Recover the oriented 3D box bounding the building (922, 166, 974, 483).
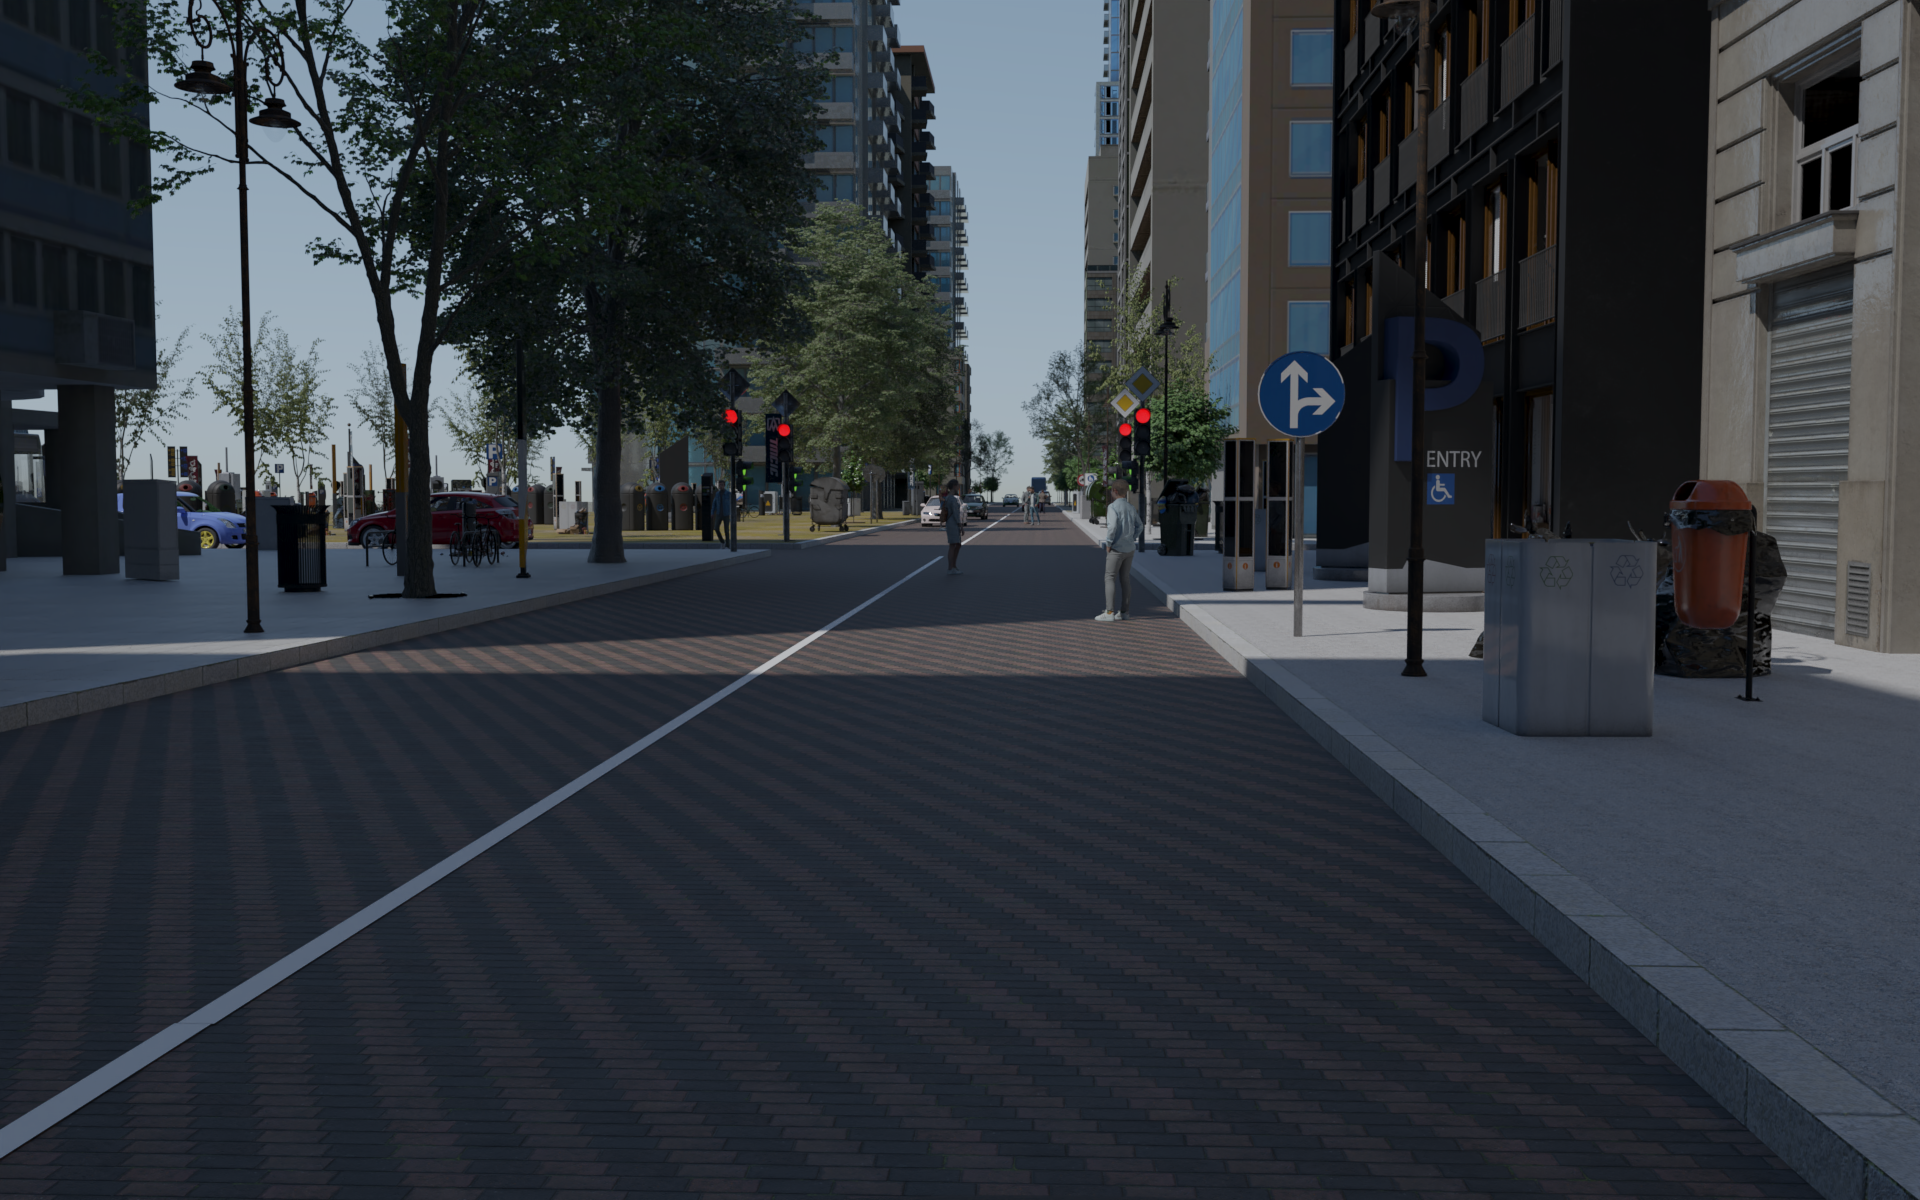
[{"bbox_3d":[-10.137,-38.739,252.994,23.786,49.044,30.456,0,4,3],"label":"building"}]

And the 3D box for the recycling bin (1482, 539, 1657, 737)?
[{"bbox_3d":[3.318,0.188,9.474,0.722,1.027,0.722,0,4,1],"label":"recycling bin"}]

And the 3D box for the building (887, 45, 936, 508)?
[{"bbox_3d":[-13.808,-31.383,167.731,22.147,44.769,28.867,0,4,3],"label":"building"}]

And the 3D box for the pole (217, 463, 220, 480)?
[{"bbox_3d":[-47.974,-7.238,112.182,0.158,3.312,0.155,0,3,0],"label":"pole"}]

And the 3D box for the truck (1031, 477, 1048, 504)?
[{"bbox_3d":[12.318,-16.979,267.361,2.967,4.110,18.799,0,4,1],"label":"truck"}]

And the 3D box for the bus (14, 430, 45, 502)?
[{"bbox_3d":[-29.195,-2.975,43.495,13.247,3.499,2.948,0,4,2],"label":"bus"}]

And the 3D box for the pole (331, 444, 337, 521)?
[{"bbox_3d":[-25.646,-4.719,70.993,0.158,3.312,0.155,0,3,0],"label":"pole"}]

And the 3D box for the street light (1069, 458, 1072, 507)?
[{"bbox_3d":[9.508,-10.550,145.272,0.468,5.910,1.993,0,4,3],"label":"street light"}]

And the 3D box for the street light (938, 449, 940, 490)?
[{"bbox_3d":[-1.482,-9.197,123.165,0.468,5.910,1.993,0,4,3],"label":"street light"}]

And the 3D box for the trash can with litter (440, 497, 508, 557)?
[{"bbox_3d":[-10.043,-1.543,36.280,1.678,1.210,2.233,0,4,3],"label":"trash can with litter"}]

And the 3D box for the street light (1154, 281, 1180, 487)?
[{"bbox_3d":[4.477,-3.967,37.656,0.468,5.910,1.993,0,4,3],"label":"street light"}]

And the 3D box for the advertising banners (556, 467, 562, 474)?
[{"bbox_3d":[-25.953,-6.935,109.579,0.090,3.025,2.074,3,4,37],"label":"advertising banners"}]

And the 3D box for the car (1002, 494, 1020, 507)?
[{"bbox_3d":[5.762,-11.242,195.600,2.131,1.459,4.920,0,4,2],"label":"car"}]

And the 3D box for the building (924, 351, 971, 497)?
[{"bbox_3d":[-12.920,-23.197,224.310,27.650,21.520,28.899,0,4,3],"label":"building"}]

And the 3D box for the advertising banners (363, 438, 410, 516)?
[{"bbox_3d":[-17.704,-3.515,53.665,0.090,3.025,2.074,3,4,38],"label":"advertising banners"}]

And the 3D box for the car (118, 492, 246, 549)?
[{"bbox_3d":[-19.900,-2.111,44.109,3.694,1.707,1.945,0,4,3],"label":"car"}]

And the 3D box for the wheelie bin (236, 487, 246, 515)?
[{"bbox_3d":[-32.075,-4.275,77.805,0.980,1.594,0.693,2,4,27],"label":"wheelie bin"}]

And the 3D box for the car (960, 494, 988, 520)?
[{"bbox_3d":[0.639,-5.385,97.827,2.009,1.686,4.222,0,4,4],"label":"car"}]

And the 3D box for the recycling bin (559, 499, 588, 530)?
[{"bbox_3d":[-12.969,-2.790,58.179,0.722,1.027,0.722,1,4,18],"label":"recycling bin"}]

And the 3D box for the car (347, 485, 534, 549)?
[{"bbox_3d":[-12.754,-2.042,42.431,4.494,1.783,2.155,0,4,4],"label":"car"}]

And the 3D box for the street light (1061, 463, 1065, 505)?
[{"bbox_3d":[11.952,-13.713,197.000,0.468,5.910,1.993,0,4,3],"label":"street light"}]

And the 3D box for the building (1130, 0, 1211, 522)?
[{"bbox_3d":[19.751,-28.335,86.986,21.300,48.544,21.600,0,4,3],"label":"building"}]

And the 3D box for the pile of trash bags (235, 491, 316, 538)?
[{"bbox_3d":[-19.919,-2.449,49.799,1.912,1.369,3.447,-1,4,-11],"label":"pile of trash bags"}]

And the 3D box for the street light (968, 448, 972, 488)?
[{"bbox_3d":[1.045,-12.355,174.791,0.468,5.910,1.993,0,4,3],"label":"street light"}]

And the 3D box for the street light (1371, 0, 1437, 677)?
[{"bbox_3d":[3.206,-2.401,12.050,0.468,5.910,1.993,0,4,3],"label":"street light"}]

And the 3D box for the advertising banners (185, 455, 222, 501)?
[{"bbox_3d":[-33.985,-5.040,78.588,2.074,3.025,0.090,-1,4,-19],"label":"advertising banners"}]

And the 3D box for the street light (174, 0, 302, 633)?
[{"bbox_3d":[-6.549,-2.636,15.887,0.468,5.910,1.993,0,4,3],"label":"street light"}]

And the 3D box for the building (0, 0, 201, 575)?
[{"bbox_3d":[-25.057,-20.166,21.600,23.993,40.220,32.217,0,4,3],"label":"building"}]

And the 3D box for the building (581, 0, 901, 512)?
[{"bbox_3d":[-16.415,-31.676,137.506,23.786,49.044,30.456,0,4,3],"label":"building"}]

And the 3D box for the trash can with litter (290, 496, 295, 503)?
[{"bbox_3d":[-47.159,-6.731,121.440,1.055,1.170,0.624,1,4,12],"label":"trash can with litter"}]

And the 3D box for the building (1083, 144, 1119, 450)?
[{"bbox_3d":[27.777,-37.426,235.611,21.300,48.544,21.600,0,4,3],"label":"building"}]

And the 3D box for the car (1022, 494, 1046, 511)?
[{"bbox_3d":[6.141,-8.350,145.566,2.155,1.783,4.494,0,4,4],"label":"car"}]

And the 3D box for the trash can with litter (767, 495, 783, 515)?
[{"bbox_3d":[-11.292,-5.859,106.852,1.678,1.210,2.233,2,4,27],"label":"trash can with litter"}]

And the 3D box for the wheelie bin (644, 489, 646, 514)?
[{"bbox_3d":[-20.487,-6.436,113.138,0.980,1.594,0.693,2,4,31],"label":"wheelie bin"}]

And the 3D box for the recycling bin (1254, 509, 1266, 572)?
[{"bbox_3d":[4.930,-1.008,29.027,0.722,1.027,0.722,2,4,29],"label":"recycling bin"}]

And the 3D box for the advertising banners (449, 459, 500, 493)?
[{"bbox_3d":[-18.659,-4.306,66.597,2.074,3.025,0.090,-1,4,-15],"label":"advertising banners"}]

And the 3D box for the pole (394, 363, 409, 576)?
[{"bbox_3d":[-8.726,-2.033,27.077,0.158,3.312,0.155,0,3,0],"label":"pole"}]

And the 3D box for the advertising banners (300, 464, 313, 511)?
[{"bbox_3d":[-37.680,-6.344,99.910,0.090,3.025,2.074,0,4,0],"label":"advertising banners"}]

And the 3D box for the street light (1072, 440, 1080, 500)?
[{"bbox_3d":[8.262,-9.048,120.714,0.468,5.910,1.993,0,4,3],"label":"street light"}]

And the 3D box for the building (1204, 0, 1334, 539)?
[{"bbox_3d":[15.550,-24.735,54.526,14.200,45.320,14.600,0,4,3],"label":"building"}]

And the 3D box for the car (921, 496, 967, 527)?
[{"bbox_3d":[-0.676,-3.967,77.214,2.083,1.381,4.827,0,4,3],"label":"car"}]

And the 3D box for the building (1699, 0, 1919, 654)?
[{"bbox_3d":[14.201,-10.368,2.798,16.112,22.955,30.059,0,4,3],"label":"building"}]

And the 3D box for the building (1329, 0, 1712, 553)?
[{"bbox_3d":[13.226,-12.028,26.330,12.332,23.373,15.834,0,4,3],"label":"building"}]

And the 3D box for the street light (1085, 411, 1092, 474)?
[{"bbox_3d":[7.074,-7.483,95.133,0.468,5.910,1.993,0,4,3],"label":"street light"}]

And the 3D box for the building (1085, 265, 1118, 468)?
[{"bbox_3d":[22.793,-27.331,218.557,14.160,30.474,14.107,0,4,3],"label":"building"}]

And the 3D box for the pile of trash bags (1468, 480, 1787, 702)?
[{"bbox_3d":[4.822,-0.149,12.182,1.912,1.369,3.447,0,4,6],"label":"pile of trash bags"}]

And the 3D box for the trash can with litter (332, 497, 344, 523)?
[{"bbox_3d":[-26.299,-3.807,73.632,0.624,1.170,1.055,0,4,-4],"label":"trash can with litter"}]

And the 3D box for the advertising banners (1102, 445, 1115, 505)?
[{"bbox_3d":[5.510,-4.052,62.430,0.090,3.025,2.074,2,4,28],"label":"advertising banners"}]

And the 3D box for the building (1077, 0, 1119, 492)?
[{"bbox_3d":[29.271,-58.027,261.406,22.319,86.520,31.000,0,4,3],"label":"building"}]

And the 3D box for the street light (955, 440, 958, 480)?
[{"bbox_3d":[-0.313,-10.791,149.215,0.468,5.910,1.993,0,4,3],"label":"street light"}]

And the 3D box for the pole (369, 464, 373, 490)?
[{"bbox_3d":[-40.274,-7.619,118.409,0.158,3.312,0.155,0,3,0],"label":"pole"}]

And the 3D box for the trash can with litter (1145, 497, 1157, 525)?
[{"bbox_3d":[7.856,-3.671,71.405,0.624,1.170,1.055,-1,4,-18],"label":"trash can with litter"}]

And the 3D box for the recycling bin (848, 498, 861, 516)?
[{"bbox_3d":[-6.318,-5.484,102.213,0.722,1.027,0.722,-2,4,-24],"label":"recycling bin"}]

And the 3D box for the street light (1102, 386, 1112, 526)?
[{"bbox_3d":[5.943,-5.930,69.743,0.468,5.910,1.993,0,4,3],"label":"street light"}]

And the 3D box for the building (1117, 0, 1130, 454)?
[{"bbox_3d":[25.109,-45.481,181.872,20.563,71.187,20.611,0,4,3],"label":"building"}]

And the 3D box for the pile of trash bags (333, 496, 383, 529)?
[{"bbox_3d":[-21.681,-3.389,65.155,1.912,1.369,3.447,3,5,41],"label":"pile of trash bags"}]
